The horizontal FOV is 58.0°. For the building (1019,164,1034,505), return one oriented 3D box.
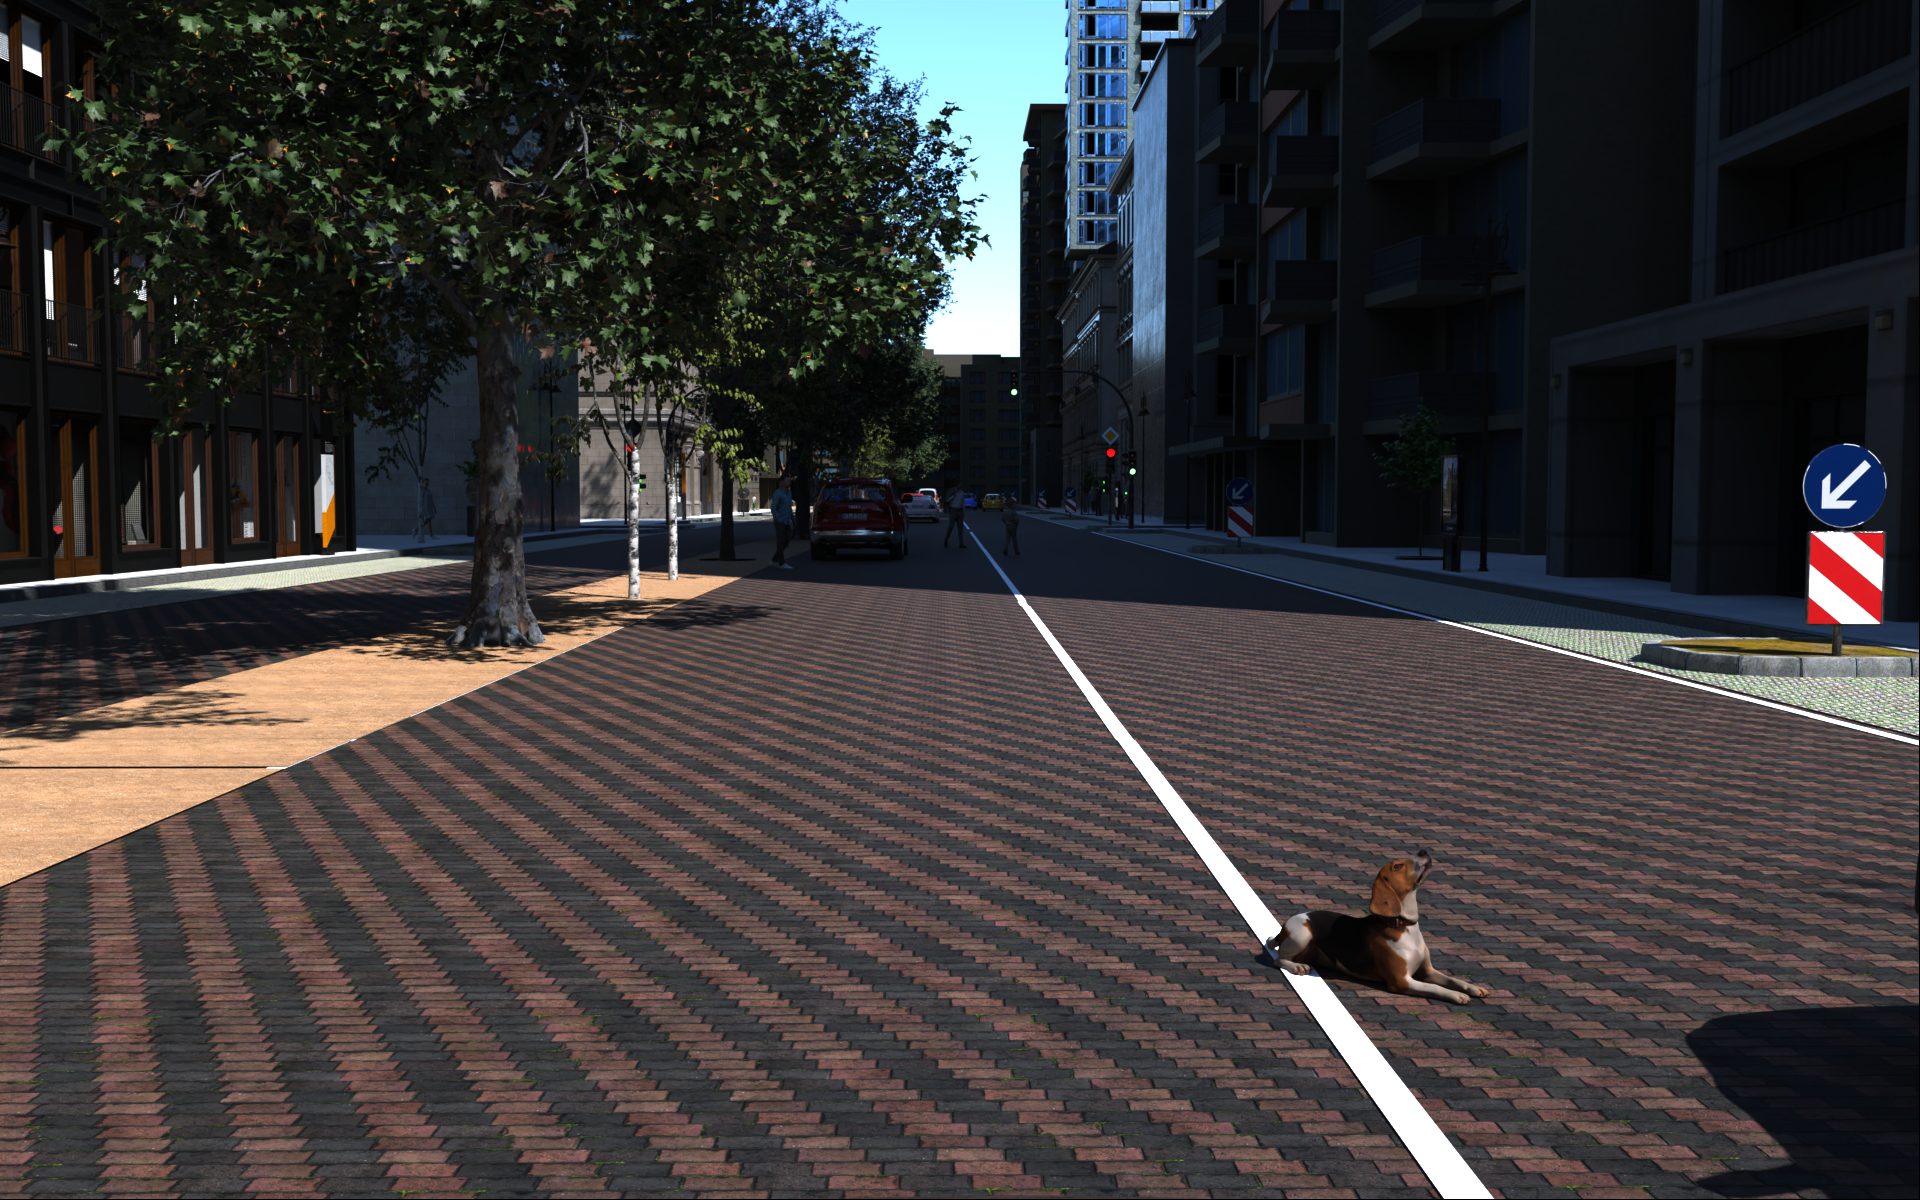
[{"bbox_3d":[14.375,-32.524,215.357,14.154,41.232,14.086,0,4,-1],"label":"building"}]

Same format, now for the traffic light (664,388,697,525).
[{"bbox_3d":[-9.965,-5.931,71.644,4.771,5.953,1.251,0,4,-1],"label":"traffic light"}]

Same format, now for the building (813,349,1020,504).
[{"bbox_3d":[-5.507,-24.440,244.630,28.899,21.520,27.650,0,4,-1],"label":"building"}]

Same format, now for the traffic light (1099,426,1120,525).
[{"bbox_3d":[6.205,-5.068,71.787,0.839,4.253,0.868,0,4,-1],"label":"traffic light"}]

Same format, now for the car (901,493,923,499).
[{"bbox_3d":[-2.813,-5.780,103.537,2.155,1.783,4.494,0,4,-2],"label":"car"}]

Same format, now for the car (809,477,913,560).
[{"bbox_3d":[-2.231,-1.872,39.274,2.281,1.827,5.304,0,4,0],"label":"car"}]

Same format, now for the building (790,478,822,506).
[{"bbox_3d":[-31.408,-30.314,187.518,32.217,40.220,23.993,0,4,-1],"label":"building"}]

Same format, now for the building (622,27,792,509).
[{"bbox_3d":[-26.293,-30.969,160.965,22.147,44.769,28.867,0,4,-1],"label":"building"}]

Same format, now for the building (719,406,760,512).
[{"bbox_3d":[-23.425,-17.904,126.014,16.112,22.955,30.059,0,4,-1],"label":"building"}]

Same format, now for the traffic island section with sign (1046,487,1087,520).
[{"bbox_3d":[5.997,-5.374,96.498,1.989,1.847,2.006,0,4,-1],"label":"traffic island section with sign"}]

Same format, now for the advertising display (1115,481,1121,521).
[{"bbox_3d":[7.603,-4.789,83.518,0.123,1.923,0.974,0,4,-3],"label":"advertising display"}]

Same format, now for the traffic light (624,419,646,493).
[{"bbox_3d":[-11.975,-4.568,63.603,0.839,4.253,0.868,0,4,-1],"label":"traffic light"}]

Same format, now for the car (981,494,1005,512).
[{"bbox_3d":[2.707,-8.098,142.632,2.015,1.641,3.980,0,3,0],"label":"car"}]

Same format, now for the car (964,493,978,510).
[{"bbox_3d":[0.657,-9.040,157.397,1.945,1.707,3.694,0,4,-2],"label":"car"}]

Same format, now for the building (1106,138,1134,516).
[{"bbox_3d":[14.645,-16.458,97.971,11.050,23.489,19.941,0,4,-1],"label":"building"}]

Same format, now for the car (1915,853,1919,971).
[{"bbox_3d":[3.145,0.453,2.379,2.009,1.686,4.222,0,4,-2],"label":"car"}]

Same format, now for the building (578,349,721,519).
[{"bbox_3d":[-19.606,-14.679,90.911,10.553,20.767,40.483,0,4,-1],"label":"building"}]

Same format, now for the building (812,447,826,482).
[{"bbox_3d":[-30.738,-34.037,211.121,28.867,44.769,22.147,0,4,-1],"label":"building"}]

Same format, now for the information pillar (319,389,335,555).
[{"bbox_3d":[-13.277,-2.751,36.339,0.183,3.616,0.504,0,4,1],"label":"information pillar"}]

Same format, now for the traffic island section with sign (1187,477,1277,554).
[{"bbox_3d":[6.561,-2.044,42.051,1.989,1.847,2.006,0,4,-1],"label":"traffic island section with sign"}]

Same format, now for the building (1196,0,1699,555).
[{"bbox_3d":[18.564,-24.094,48.563,22.147,44.769,28.867,0,4,-1],"label":"building"}]

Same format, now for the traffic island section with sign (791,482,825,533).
[{"bbox_3d":[-5.169,-3.419,64.040,2.006,1.907,1.989,0,4,-1],"label":"traffic island section with sign"}]

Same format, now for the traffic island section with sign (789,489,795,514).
[{"bbox_3d":[-12.290,-7.012,123.281,1.989,1.847,2.006,0,4,-1],"label":"traffic island section with sign"}]

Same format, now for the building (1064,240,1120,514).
[{"bbox_3d":[13.278,-15.499,118.038,10.561,19.102,19.286,0,4,-1],"label":"building"}]

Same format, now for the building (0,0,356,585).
[{"bbox_3d":[-19.609,-12.263,30.184,12.332,23.373,15.834,0,4,-1],"label":"building"}]

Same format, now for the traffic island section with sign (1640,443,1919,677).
[{"bbox_3d":[6.834,-0.352,14.386,1.989,1.847,2.006,0,4,-1],"label":"traffic island section with sign"}]

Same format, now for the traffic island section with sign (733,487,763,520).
[{"bbox_3d":[-12.023,-5.364,96.327,1.989,1.847,2.006,0,4,-1],"label":"traffic island section with sign"}]

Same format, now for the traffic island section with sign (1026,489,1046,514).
[{"bbox_3d":[5.727,-7.063,124.111,1.989,1.847,2.006,0,4,-1],"label":"traffic island section with sign"}]

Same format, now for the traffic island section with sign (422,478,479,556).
[{"bbox_3d":[-11.459,-1.978,40.976,1.989,1.847,2.006,0,4,-1],"label":"traffic island section with sign"}]

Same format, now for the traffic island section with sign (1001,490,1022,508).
[{"bbox_3d":[5.224,-10.118,174.063,1.989,1.847,2.006,0,4,-1],"label":"traffic island section with sign"}]

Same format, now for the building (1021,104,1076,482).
[{"bbox_3d":[18.178,-32.910,192.706,22.147,44.769,28.867,0,4,-1],"label":"building"}]

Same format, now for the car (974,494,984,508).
[{"bbox_3d":[1.406,-10.011,173.468,2.009,1.686,4.222,0,4,-2],"label":"car"}]

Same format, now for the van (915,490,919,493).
[{"bbox_3d":[-4.216,-11.174,189.703,2.013,2.044,4.112,0,4,-1],"label":"van"}]

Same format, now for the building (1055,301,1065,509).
[{"bbox_3d":[13.386,-16.677,137.290,10.561,19.102,19.286,0,4,-1],"label":"building"}]

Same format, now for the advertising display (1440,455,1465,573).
[{"bbox_3d":[8.166,-1.438,28.723,0.123,1.923,0.974,0,4,0],"label":"advertising display"}]

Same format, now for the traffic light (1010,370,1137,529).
[{"bbox_3d":[4.194,-5.442,63.640,4.771,5.953,1.251,0,4,-1],"label":"traffic light"}]

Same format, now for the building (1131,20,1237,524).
[{"bbox_3d":[23.481,-15.846,78.156,30.058,24.678,14.314,0,4,-1],"label":"building"}]

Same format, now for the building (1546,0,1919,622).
[{"bbox_3d":[19.584,-35.280,15.087,20.563,71.187,20.611,0,4,-1],"label":"building"}]

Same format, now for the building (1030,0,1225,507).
[{"bbox_3d":[18.614,-51.920,161.557,22.319,86.520,31.000,0,4,-1],"label":"building"}]

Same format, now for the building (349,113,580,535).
[{"bbox_3d":[-22.584,-12.493,59.015,16.860,20.320,10.420,0,4,-1],"label":"building"}]

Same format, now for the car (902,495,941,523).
[{"bbox_3d":[-2.005,-4.578,87.212,2.083,1.381,4.827,0,4,1],"label":"car"}]
